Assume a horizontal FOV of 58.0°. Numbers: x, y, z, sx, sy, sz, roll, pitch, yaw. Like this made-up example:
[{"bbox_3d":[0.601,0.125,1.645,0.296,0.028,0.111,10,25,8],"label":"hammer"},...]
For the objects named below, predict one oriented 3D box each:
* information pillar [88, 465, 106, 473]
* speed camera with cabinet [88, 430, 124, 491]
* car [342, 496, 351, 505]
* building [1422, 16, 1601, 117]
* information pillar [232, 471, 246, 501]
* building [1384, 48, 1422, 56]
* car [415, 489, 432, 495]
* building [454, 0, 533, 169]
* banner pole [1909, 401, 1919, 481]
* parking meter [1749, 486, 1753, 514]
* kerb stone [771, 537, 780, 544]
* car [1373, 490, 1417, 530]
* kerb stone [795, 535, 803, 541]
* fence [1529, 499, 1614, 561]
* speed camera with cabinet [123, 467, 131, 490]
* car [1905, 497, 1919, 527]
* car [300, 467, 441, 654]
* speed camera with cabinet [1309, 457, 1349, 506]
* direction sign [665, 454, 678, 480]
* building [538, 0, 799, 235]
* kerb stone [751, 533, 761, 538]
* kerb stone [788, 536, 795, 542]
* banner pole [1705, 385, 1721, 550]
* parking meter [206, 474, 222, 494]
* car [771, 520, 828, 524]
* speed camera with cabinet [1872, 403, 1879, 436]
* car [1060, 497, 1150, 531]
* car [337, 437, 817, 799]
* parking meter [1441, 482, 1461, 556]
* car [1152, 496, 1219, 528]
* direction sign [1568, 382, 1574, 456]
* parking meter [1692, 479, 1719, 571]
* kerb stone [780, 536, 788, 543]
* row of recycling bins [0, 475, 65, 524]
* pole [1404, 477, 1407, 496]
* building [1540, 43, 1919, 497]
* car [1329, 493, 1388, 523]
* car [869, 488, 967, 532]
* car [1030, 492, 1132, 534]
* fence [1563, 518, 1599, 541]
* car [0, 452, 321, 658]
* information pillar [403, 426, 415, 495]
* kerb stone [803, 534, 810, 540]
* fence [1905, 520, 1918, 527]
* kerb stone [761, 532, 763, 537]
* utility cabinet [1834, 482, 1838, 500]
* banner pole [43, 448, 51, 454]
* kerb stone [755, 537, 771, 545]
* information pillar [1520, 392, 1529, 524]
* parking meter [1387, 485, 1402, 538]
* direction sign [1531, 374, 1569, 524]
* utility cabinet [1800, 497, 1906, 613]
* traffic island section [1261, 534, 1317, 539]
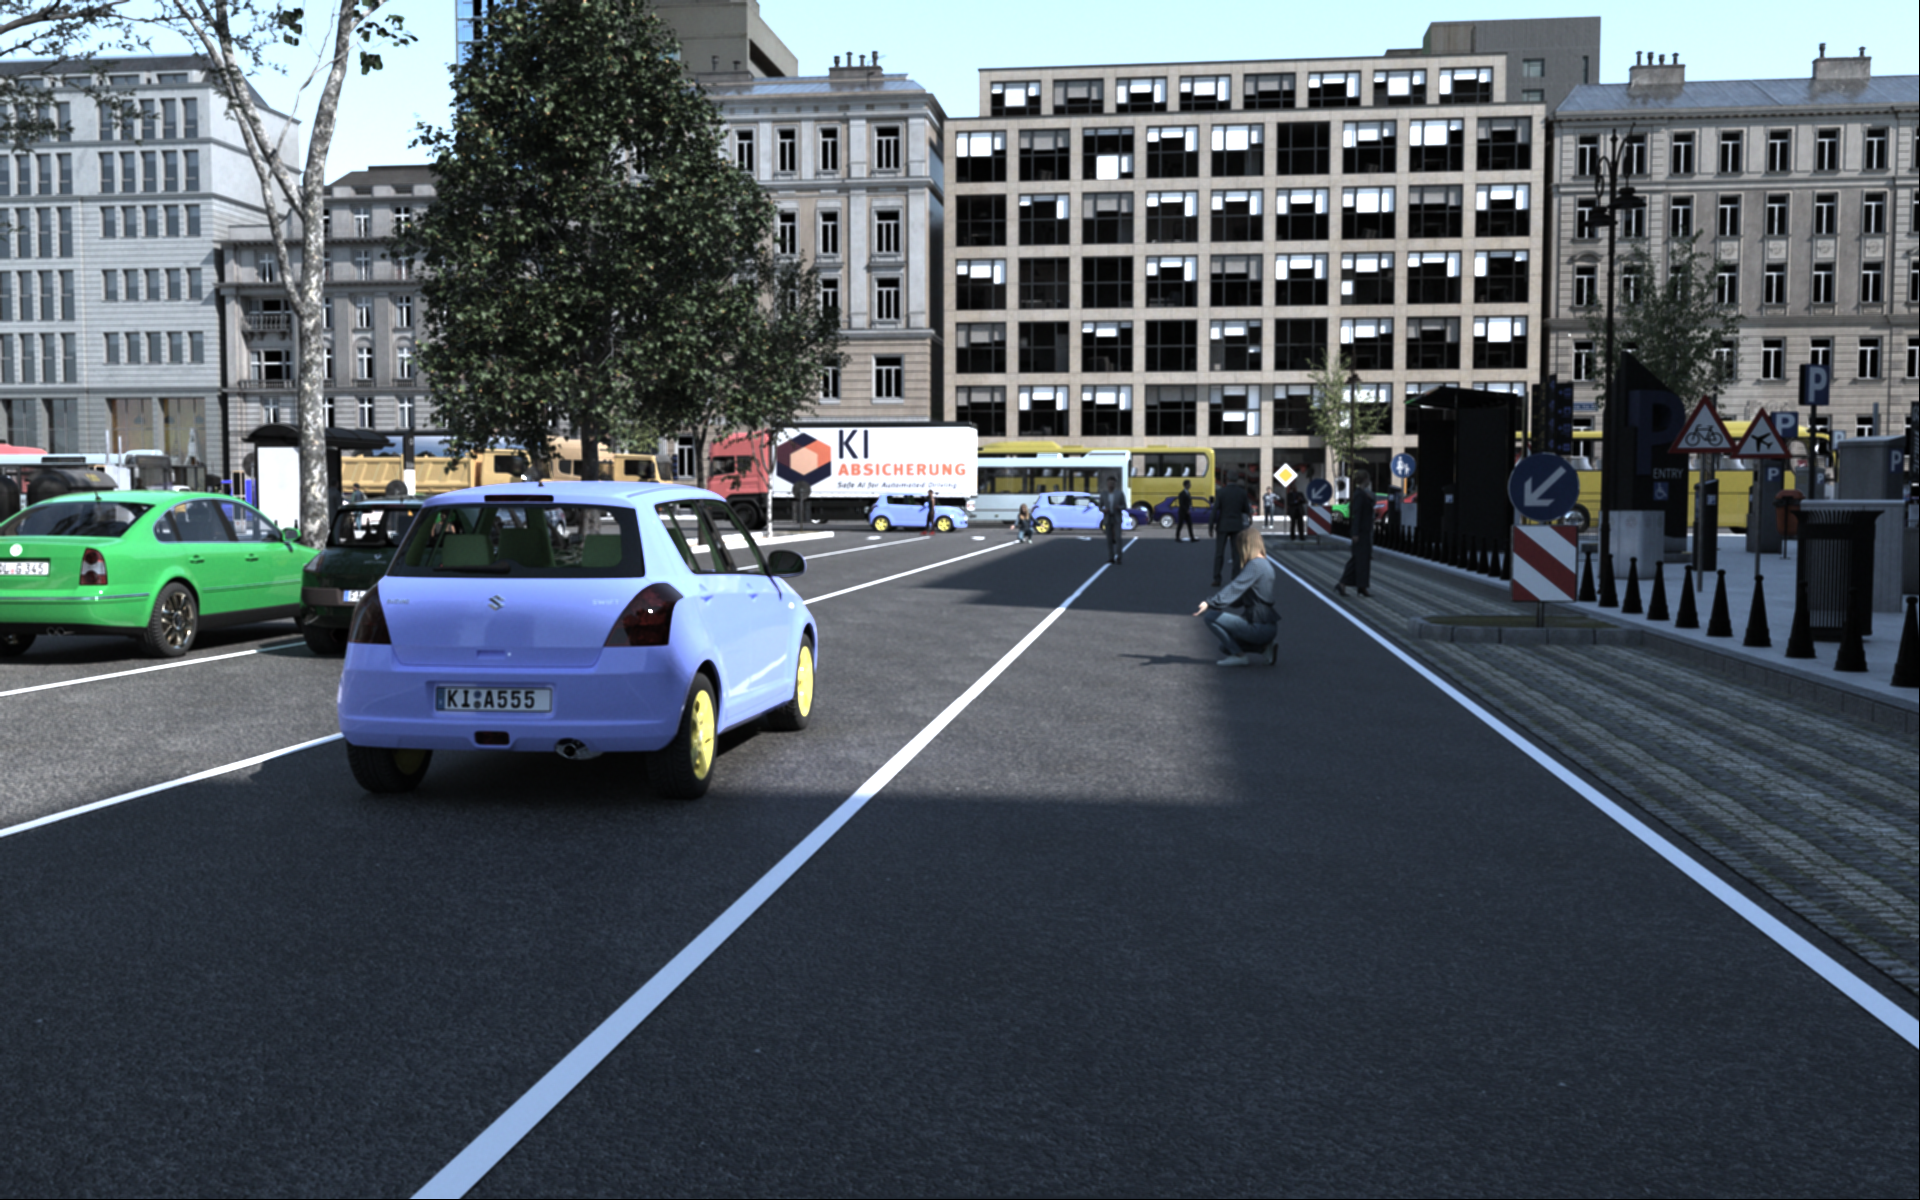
[{"bbox_3d":[-22.123,-2.445,44.462,0.304,2.012,0.304,2,4,34],"label":"information pillar"},{"bbox_3d":[-27.100,-3.638,53.813,2.038,3.252,0.660,2,4,25],"label":"speed camera with cabinet"},{"bbox_3d":[-24.066,-3.226,65.100,4.827,1.381,2.083,0,4,6],"label":"car"},{"bbox_3d":[47.534,-28.719,153.147,14.154,41.232,14.086,0,4,7],"label":"building"},{"bbox_3d":[-23.182,-3.132,55.699,0.304,2.012,0.304,0,4,1],"label":"information pillar"},{"bbox_3d":[54.006,-34.336,185.089,21.300,48.544,21.600,0,4,7],"label":"building"},{"bbox_3d":[-22.181,-3.677,68.916,4.718,1.807,1.959,0,4,8],"label":"car"},{"bbox_3d":[-42.930,-54.032,196.093,31.000,86.520,22.319,0,4,7],"label":"building"},{"bbox_3d":[22.887,-3.129,41.176,0.863,3.779,0.401,-1,4,-15],"label":"banner pole"},{"bbox_3d":[19.014,-2.013,41.316,0.372,1.533,0.369,0,3,0],"label":"parking meter"},{"bbox_3d":[-5.449,-1.698,50.003,0.120,0.150,1.000,0,4,7],"label":"kerb stone"},{"bbox_3d":[18.536,-3.612,67.723,5.304,1.827,2.281,0,4,7],"label":"car"},{"bbox_3d":[-5.068,-1.888,53.059,0.120,0.150,1.000,0,4,7],"label":"kerb stone"},{"bbox_3d":[10.934,-1.209,30.963,2.264,1.192,0.480,-2,4,-29],"label":"fence"},{"bbox_3d":[-29.444,-3.974,59.310,2.038,3.252,0.660,1,4,16],"label":"speed camera with cabinet"},{"bbox_3d":[33.269,-2.991,61.484,3.894,1.354,1.945,0,4,6],"label":"car"},{"bbox_3d":[-4.808,-0.431,16.834,2.009,1.686,4.222,0,4,6],"label":"car"},{"bbox_3d":[19.596,-5.972,91.984,2.038,3.252,0.660,2,4,27],"label":"speed camera with cabinet"},{"bbox_3d":[-16.490,-6.540,98.918,0.876,3.537,0.379,2,4,24],"label":"direction sign"},{"bbox_3d":[-28.163,-33.222,166.879,21.300,48.544,21.600,0,4,7],"label":"building"},{"bbox_3d":[-6.751,-2.089,56.355,0.120,0.150,1.000,0,4,7],"label":"kerb stone"},{"bbox_3d":[-5.206,-1.825,52.040,0.120,0.150,1.000,0,4,7],"label":"kerb stone"},{"bbox_3d":[17.352,-3.060,40.045,0.401,3.779,0.863,1,4,9],"label":"banner pole"},{"bbox_3d":[-21.649,-2.725,50.273,0.399,1.863,0.255,2,4,27],"label":"parking meter"},{"bbox_3d":[-8.269,-4.598,84.216,4.494,1.783,2.155,0,4,7],"label":"car"},{"bbox_3d":[20.196,-2.685,38.233,0.660,3.252,2.038,3,5,45],"label":"speed camera with cabinet"},{"bbox_3d":[5.531,-3.411,68.354,3.894,1.354,1.945,0,4,7],"label":"car"},{"bbox_3d":[-1.882,0.005,9.516,1.945,1.707,3.694,0,4,6],"label":"car"},{"bbox_3d":[10.182,-1.682,35.919,0.372,1.533,0.369,0,3,0],"label":"parking meter"},{"bbox_3d":[10.073,-3.706,73.172,3.894,1.354,1.945,0,4,8],"label":"car"},{"bbox_3d":[12.103,-2.659,35.476,0.876,3.537,0.379,3,5,44],"label":"direction sign"},{"bbox_3d":[12.438,-1.253,28.901,0.372,1.533,0.369,0,3,0],"label":"parking meter"},{"bbox_3d":[-5.324,-1.763,51.021,0.120,0.150,1.000,0,4,7],"label":"kerb stone"},{"bbox_3d":[-21.283,-1.867,37.634,3.534,1.692,1.069,-1,4,-11],"label":"row of recycling bins"},{"bbox_3d":[24.513,-6.216,95.475,0.158,3.312,0.155,0,3,0],"label":"pole"},{"bbox_3d":[46.032,-18.619,101.684,25.104,27.353,12.463,0,4,7],"label":"building"},{"bbox_3d":[18.529,-4.297,79.057,4.718,1.807,1.959,1,4,8],"label":"car"},{"bbox_3d":[-1.577,-3.424,65.581,3.694,1.707,1.945,0,4,7],"label":"car"},{"bbox_3d":[4.314,-3.216,62.179,3.694,1.707,1.945,0,4,8],"label":"car"},{"bbox_3d":[15.201,-1.644,42.256,0.278,0.683,2.069,0,4,-8],"label":"fence"},{"bbox_3d":[-7.549,-0.475,16.563,1.959,1.807,4.718,0,4,7],"label":"car"},{"bbox_3d":[-18.777,-4.142,59.071,0.183,3.616,0.504,1,4,22],"label":"information pillar"},{"bbox_3d":[-4.929,-1.950,54.076,0.120,0.150,1.000,0,4,7],"label":"kerb stone"},{"bbox_3d":[21.408,-1.508,40.032,2.069,0.683,0.278,3,5,45],"label":"fence"},{"bbox_3d":[-6.622,-2.152,57.373,0.120,0.150,1.000,0,4,7],"label":"kerb stone"},{"bbox_3d":[14.986,-1.246,29.054,0.318,1.500,1.173,3,5,44],"label":"utility cabinet"},{"bbox_3d":[-49.313,-6.347,93.792,0.401,3.779,0.863,2,4,27],"label":"banner pole"},{"bbox_3d":[-5.591,-1.631,48.979,0.120,0.150,1.000,0,4,7],"label":"kerb stone"},{"bbox_3d":[12.991,-2.968,39.880,0.183,3.616,0.504,1,4,13],"label":"information pillar"},{"bbox_3d":[12.078,-2.430,48.147,0.372,1.533,0.369,0,3,0],"label":"parking meter"},{"bbox_3d":[11.219,-2.516,33.130,0.379,3.537,0.876,0,4,1],"label":"direction sign"},{"bbox_3d":[9.781,-0.480,19.017,1.020,1.237,0.306,2,4,29],"label":"utility cabinet"},{"bbox_3d":[10.502,-2.054,55.857,2.009,0.180,2.903,0,4,7],"label":"traffic island section"}]
